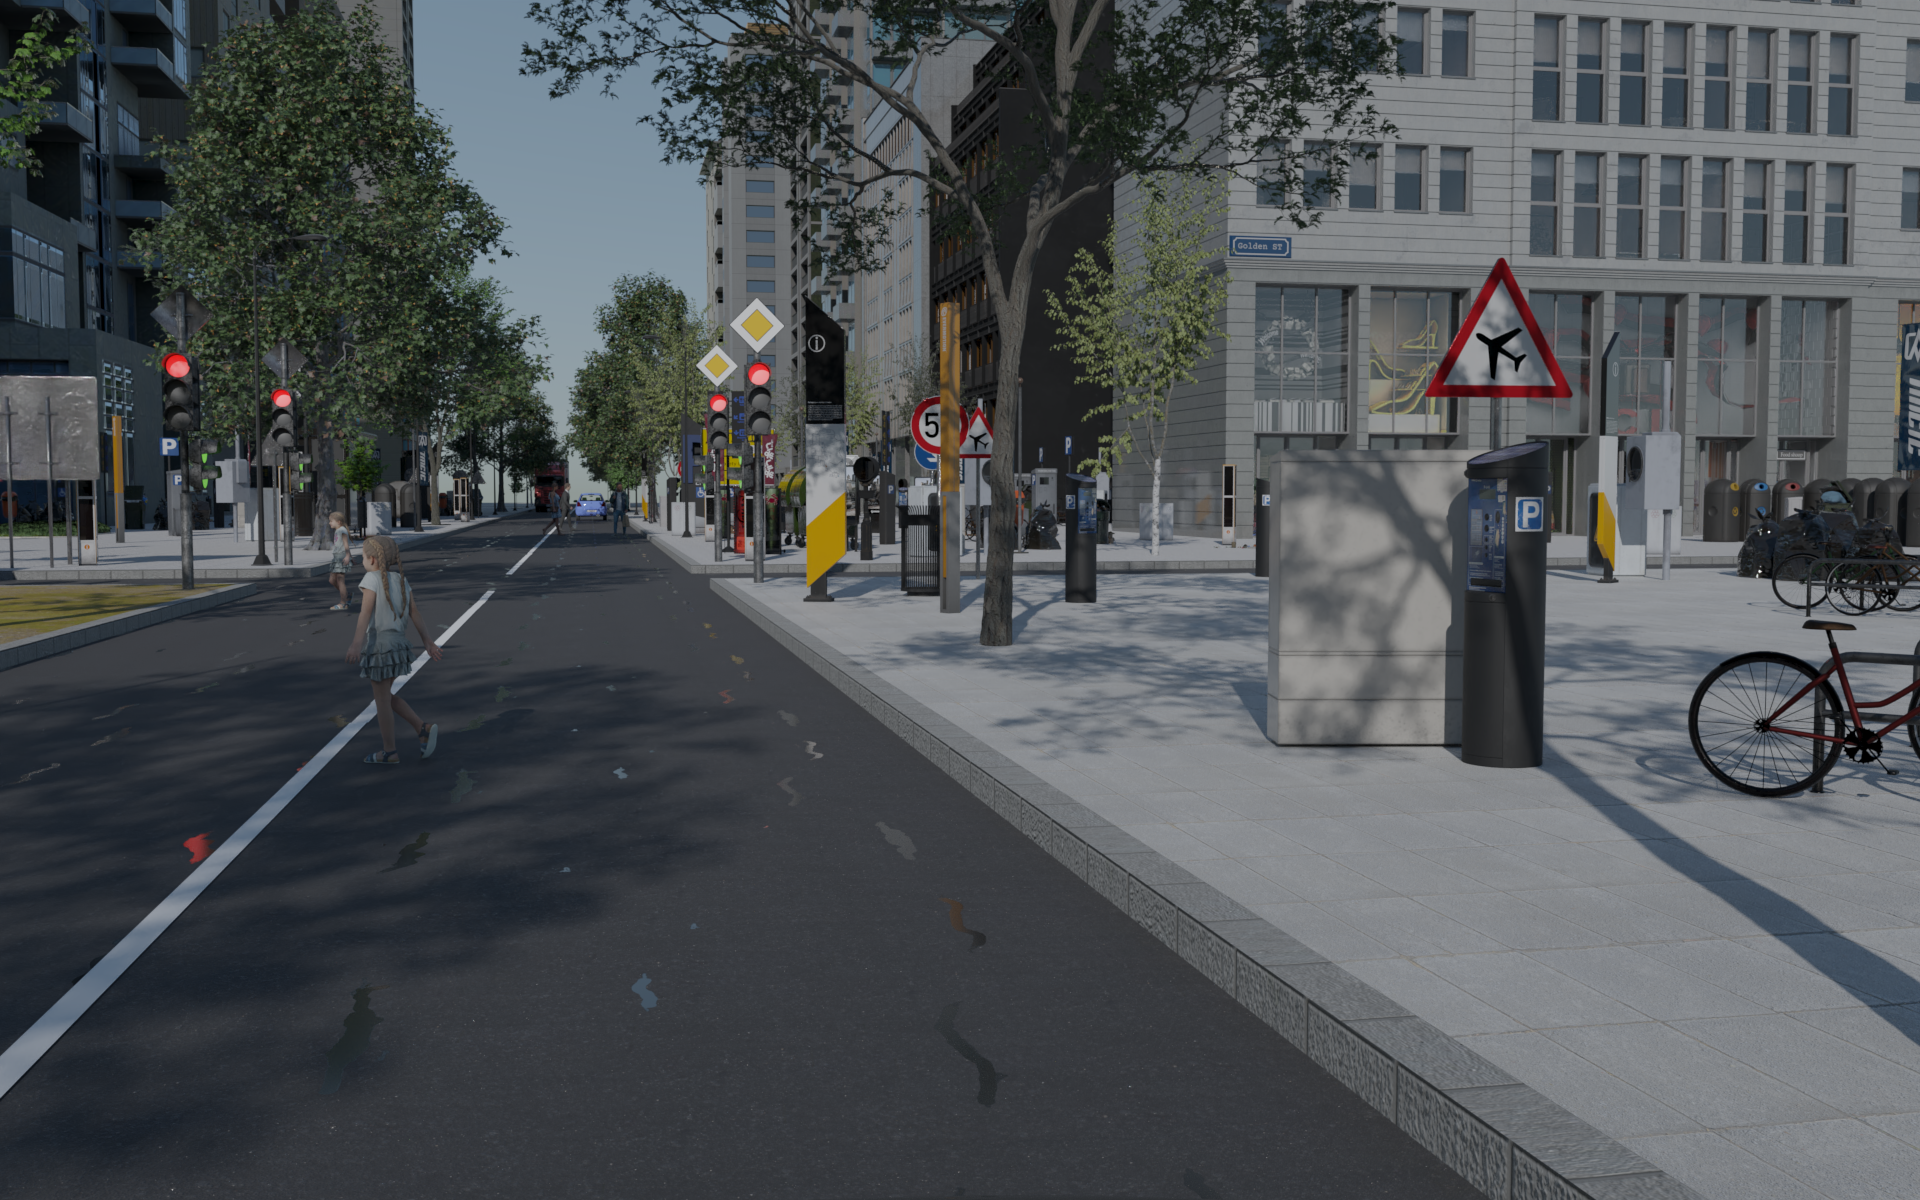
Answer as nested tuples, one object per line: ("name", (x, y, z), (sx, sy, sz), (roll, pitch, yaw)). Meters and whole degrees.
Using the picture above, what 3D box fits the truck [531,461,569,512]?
("truck", (-33.071, -9.261, 140.336), (2.839, 4.237, 11.283), (-1, 4, -11))

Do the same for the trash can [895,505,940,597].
("trash can", (-0.445, -0.625, 21.869), (0.748, 1.137, 0.748), (0, 3, 0))

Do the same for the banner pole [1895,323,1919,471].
("banner pole", (12.367, -1.965, 22.144), (0.401, 3.779, 0.863), (-2, 4, -27))

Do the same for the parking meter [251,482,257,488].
("parking meter", (-34.323, -4.790, 84.027), (0.399, 1.863, 0.255), (1, 4, 20))

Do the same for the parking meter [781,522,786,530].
("parking meter", (-6.396, -3.260, 61.713), (0.372, 1.533, 0.369), (0, 3, 0))

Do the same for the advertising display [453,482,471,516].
("advertising display", (-26.461, -5.318, 92.162), (0.974, 1.923, 0.123), (-2, 4, -32))

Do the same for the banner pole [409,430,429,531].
("banner pole", (-19.076, -4.349, 61.116), (0.401, 3.779, 0.863), (2, 4, 34))

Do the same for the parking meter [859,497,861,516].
("parking meter", (-6.030, -5.712, 101.801), (0.372, 1.533, 0.369), (0, 3, 0))

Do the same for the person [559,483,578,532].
("person", (-15.039, -3.553, 66.372), (0.755, 1.850, 0.659), (-1, 4, -12))

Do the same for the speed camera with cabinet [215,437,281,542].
("speed camera with cabinet", (-19.125, -3.201, 46.666), (0.660, 3.252, 2.038), (1, 4, 17))

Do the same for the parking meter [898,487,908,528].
("parking meter", (-2.122, -3.451, 64.842), (0.372, 1.533, 0.369), (0, 3, 0))

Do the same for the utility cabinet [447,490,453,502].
("utility cabinet", (-30.286, -5.820, 103.831), (1.173, 1.500, 0.318), (2, 4, 35))

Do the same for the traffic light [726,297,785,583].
("traffic light", (-2.928, -2.201, 24.913), (0.839, 4.253, 0.868), (-1, 4, -12))

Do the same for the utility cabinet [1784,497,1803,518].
("utility cabinet", (18.614, -1.686, 38.730), (0.306, 1.237, 1.020), (1, 4, 22))

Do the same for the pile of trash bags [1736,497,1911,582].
("pile of trash bags", (13.690, -1.000, 26.099), (3.447, 1.369, 1.912), (0, 4, 7))

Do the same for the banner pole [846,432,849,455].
("banner pole", (-4.147, -4.376, 61.570), (0.401, 3.779, 0.863), (-2, 4, -32))

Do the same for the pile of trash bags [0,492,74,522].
("pile of trash bags", (-33.083, -3.179, 61.731), (1.912, 1.369, 3.447), (0, 4, -1))

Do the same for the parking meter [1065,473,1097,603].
("parking meter", (1.432, -0.739, 20.494), (0.372, 1.533, 0.369), (0, 3, 0))

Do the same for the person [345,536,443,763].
("person", (-3.018, 0.266, 9.167), (0.382, 1.210, 0.505), (1, 4, 17))

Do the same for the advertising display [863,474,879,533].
("advertising display", (-2.757, -3.152, 56.751), (0.974, 1.923, 0.123), (3, 4, 36))

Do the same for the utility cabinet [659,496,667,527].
("utility cabinet", (-11.618, -3.471, 67.916), (0.306, 1.237, 1.020), (-1, 4, -12))

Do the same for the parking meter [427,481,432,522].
("parking meter", (-24.344, -4.526, 79.715), (0.255, 1.863, 0.399), (0, 4, -2))

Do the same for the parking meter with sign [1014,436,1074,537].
("parking meter with sign", (2.514, -3.413, 52.069), (1.738, 3.016, 0.543), (-1, 4, -17))

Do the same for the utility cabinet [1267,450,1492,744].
("utility cabinet", (2.188, -0.011, 8.854), (1.173, 1.500, 0.318), (0, 4, -1))

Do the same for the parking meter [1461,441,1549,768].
("parking meter", (2.590, 0.011, 8.233), (0.372, 1.533, 0.369), (0, 3, 0))

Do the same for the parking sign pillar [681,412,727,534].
("parking sign pillar", (-8.506, -4.186, 56.910), (1.447, 3.967, 1.447), (0, 4, -7))

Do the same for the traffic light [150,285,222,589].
("traffic light", (-10.418, -2.103, 23.301), (0.839, 4.253, 0.868), (-1, 4, -12))

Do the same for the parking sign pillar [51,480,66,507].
("parking sign pillar", (-34.137, -4.724, 65.702), (1.447, 3.967, 1.447), (-2, 4, -33))

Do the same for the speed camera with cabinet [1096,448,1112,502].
("speed camera with cabinet", (5.954, -4.804, 72.880), (0.660, 3.252, 2.038), (1, 4, 14))

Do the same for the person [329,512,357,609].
("person", (-7.648, -0.493, 21.572), (0.382, 1.210, 0.505), (-2, 4, -35))

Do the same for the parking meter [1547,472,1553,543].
("parking meter", (15.327, -2.433, 45.494), (0.399, 1.863, 0.255), (-2, 4, -28))

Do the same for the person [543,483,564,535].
("person", (-13.999, -3.120, 59.614), (0.778, 1.811, 0.616), (0, 4, -2))

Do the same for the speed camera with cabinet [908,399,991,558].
("speed camera with cabinet", (-0.055, -2.519, 35.521), (2.038, 3.252, 0.660), (-2, 4, -33))

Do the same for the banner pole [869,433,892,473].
("banner pole", (-3.164, -4.930, 70.626), (0.863, 3.779, 0.401), (-1, 4, -11))

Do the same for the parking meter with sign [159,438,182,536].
("parking meter with sign", (-24.040, -3.475, 53.085), (0.543, 3.016, 1.738), (-3, 4, -36))

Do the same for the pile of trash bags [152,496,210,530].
("pile of trash bags", (-27.688, -3.168, 61.553), (1.912, 1.369, 3.447), (-2, 4, -25))

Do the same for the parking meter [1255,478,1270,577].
("parking meter", (4.774, -1.128, 26.850), (0.372, 1.533, 0.369), (0, 3, 0))

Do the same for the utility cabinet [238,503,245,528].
("utility cabinet", (-26.534, -3.447, 65.032), (1.173, 1.500, 0.318), (1, 4, 14))

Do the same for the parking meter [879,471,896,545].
("parking meter", (-1.837, -2.340, 43.962), (0.255, 1.863, 0.399), (3, 5, 42))

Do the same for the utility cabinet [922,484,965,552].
("utility cabinet", (-0.377, -1.782, 37.820), (0.318, 1.500, 1.173), (-3, 4, -38))

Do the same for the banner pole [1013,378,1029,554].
("banner pole", (1.122, -2.905, 37.520), (0.863, 3.779, 0.401), (3, 5, 42))

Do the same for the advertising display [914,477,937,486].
("advertising display", (-1.288, -3.639, 64.710), (0.974, 1.923, 0.123), (3, 4, 36))

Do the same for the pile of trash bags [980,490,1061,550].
("pile of trash bags", (1.378, -1.925, 41.232), (1.912, 1.369, 3.447), (0, 4, -1))

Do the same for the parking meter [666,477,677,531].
("parking meter", (-10.012, -3.329, 60.138), (0.255, 1.863, 0.399), (-2, 4, -28))

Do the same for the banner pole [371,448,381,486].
("banner pole", (-28.182, -5.692, 83.073), (0.863, 3.779, 0.401), (-1, 4, -15))

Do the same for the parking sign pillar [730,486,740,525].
("parking sign pillar", (-9.001, -4.883, 68.304), (1.447, 3.967, 1.447), (0, 4, -4))

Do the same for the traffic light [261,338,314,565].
("traffic light", (-12.087, -2.580, 31.111), (0.839, 4.253, 0.868), (-1, 4, -12))

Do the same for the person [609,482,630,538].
("person", (-11.057, -2.936, 56.488), (0.794, 1.824, 0.713), (1, 4, 11))

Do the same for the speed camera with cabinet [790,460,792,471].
("speed camera with cabinet", (-9.236, -6.434, 99.525), (0.660, 3.252, 2.038), (-2, 4, -31))

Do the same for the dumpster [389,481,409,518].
("dumpster", (-24.894, -4.366, 77.148), (1.264, 1.857, 1.865), (-1, 4, -12))

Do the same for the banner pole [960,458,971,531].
("banner pole", (0.129, -4.264, 59.736), (0.863, 3.779, 0.401), (0, 4, 1))

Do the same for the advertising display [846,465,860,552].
("advertising display", (-2.658, -2.044, 38.634), (0.974, 1.923, 0.123), (2, 4, 35))

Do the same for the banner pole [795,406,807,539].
("banner pole", (-4.378, -3.634, 49.426), (0.401, 3.779, 0.863), (-3, 5, -39))

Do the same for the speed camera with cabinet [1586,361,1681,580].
("speed camera with cabinet", (10.320, -1.972, 26.581), (0.660, 3.252, 2.038), (0, 4, -3))

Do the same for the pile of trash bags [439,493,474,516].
("pile of trash bags", (-29.612, -5.572, 100.853), (1.912, 1.369, 3.447), (0, 4, 2))

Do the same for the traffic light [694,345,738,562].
("traffic light", (-4.598, -2.679, 32.722), (0.839, 4.253, 0.868), (-1, 4, -12))

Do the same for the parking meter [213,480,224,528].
("parking meter", (-28.134, -3.670, 65.723), (0.399, 1.863, 0.255), (3, 5, 42))
